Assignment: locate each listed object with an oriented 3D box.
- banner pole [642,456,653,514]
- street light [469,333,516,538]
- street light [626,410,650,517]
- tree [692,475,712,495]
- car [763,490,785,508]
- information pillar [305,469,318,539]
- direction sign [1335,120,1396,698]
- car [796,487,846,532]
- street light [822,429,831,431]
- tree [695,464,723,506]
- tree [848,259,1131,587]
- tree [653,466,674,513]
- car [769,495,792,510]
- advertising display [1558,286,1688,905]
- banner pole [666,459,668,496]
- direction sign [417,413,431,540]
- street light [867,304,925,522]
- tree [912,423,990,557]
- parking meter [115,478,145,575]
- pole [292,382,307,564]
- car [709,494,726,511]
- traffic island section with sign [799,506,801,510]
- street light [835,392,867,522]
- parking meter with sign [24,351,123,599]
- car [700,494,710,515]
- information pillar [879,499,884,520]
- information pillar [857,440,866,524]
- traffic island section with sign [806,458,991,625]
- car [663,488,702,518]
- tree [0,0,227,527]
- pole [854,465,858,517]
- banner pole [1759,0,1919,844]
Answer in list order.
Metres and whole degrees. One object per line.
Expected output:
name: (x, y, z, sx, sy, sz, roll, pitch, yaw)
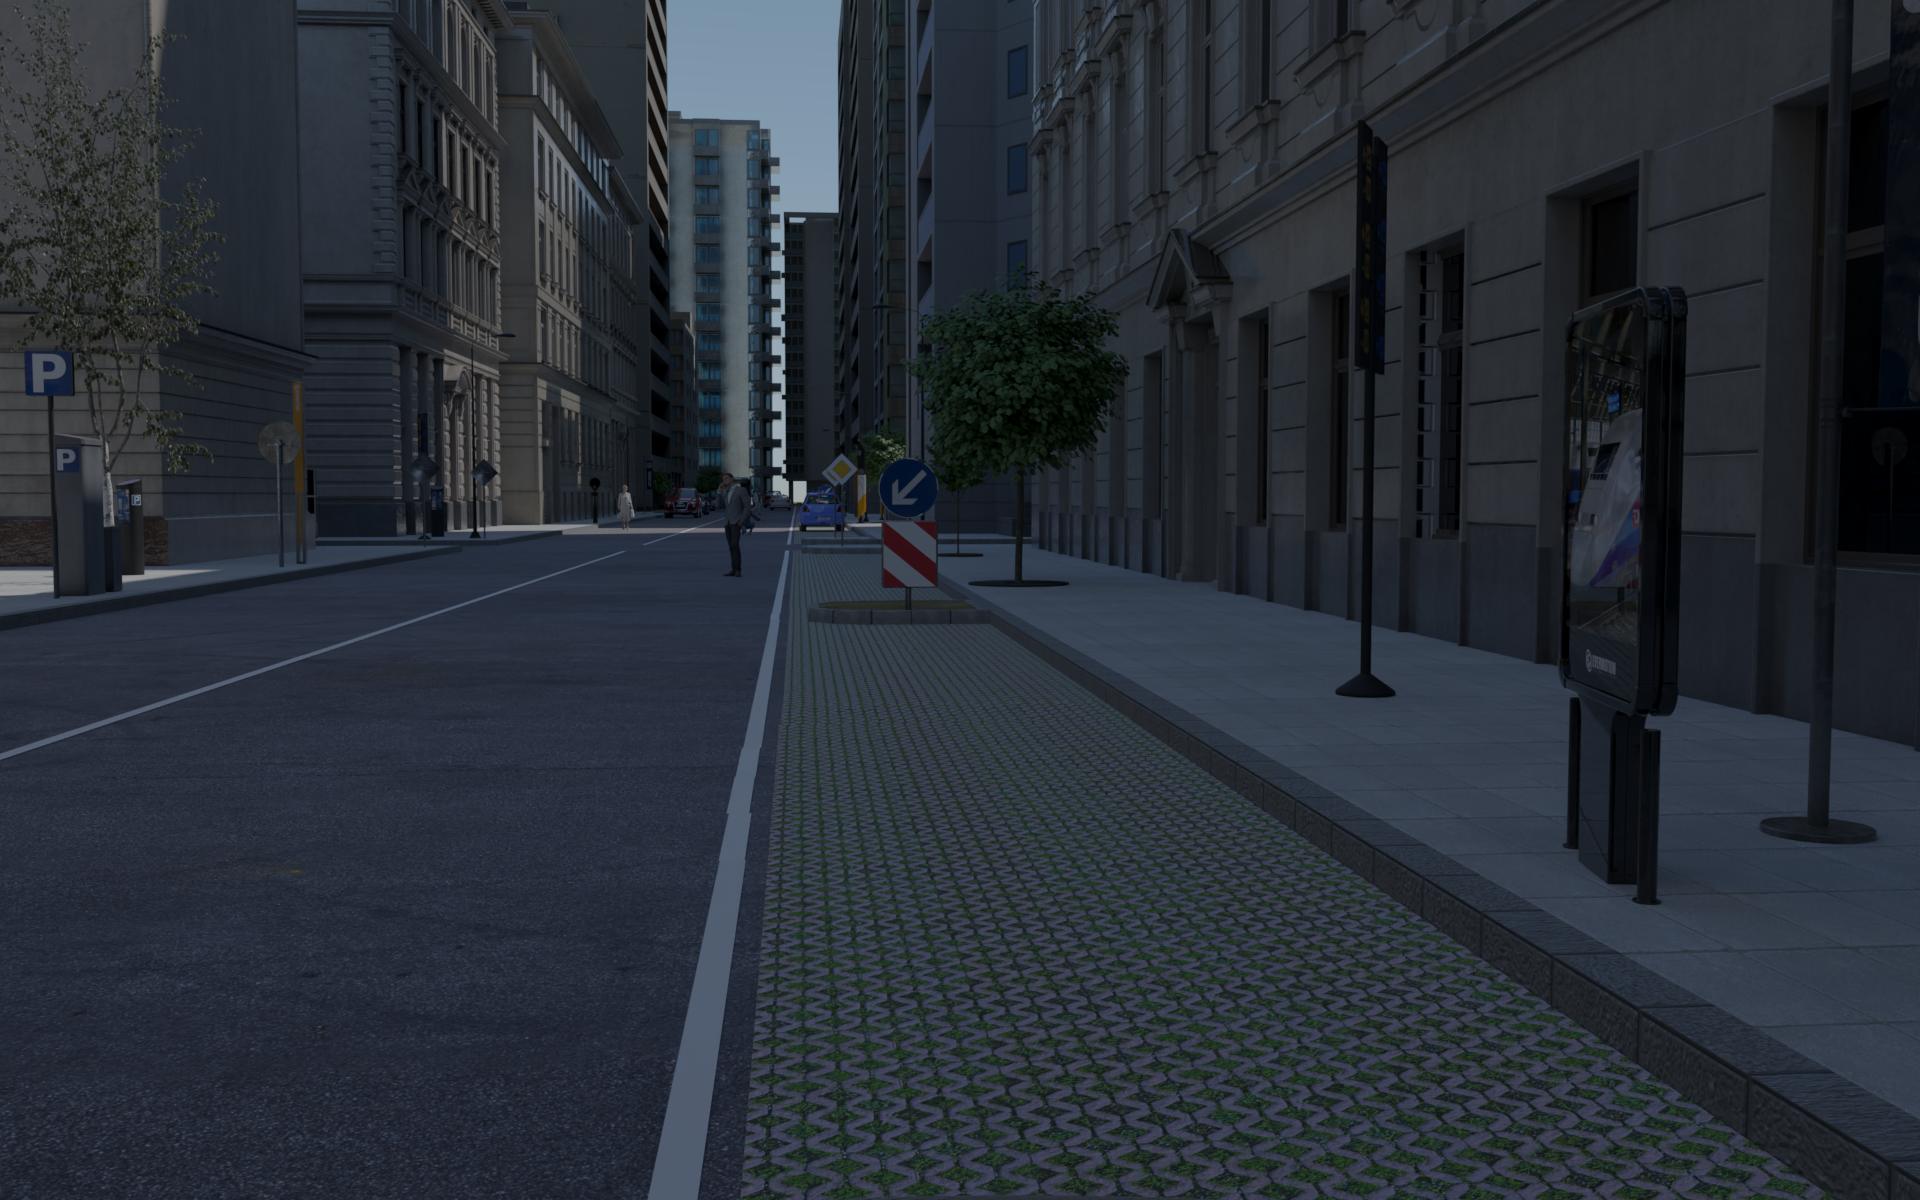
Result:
banner pole: (-20.523, -7.569, 113.767, 0.863, 3.779, 0.401, 1, 4, 17)
street light: (-13.516, -4.742, 50.079, 1.470, 5.913, 1.316, 0, 4, -5)
street light: (-17.862, -7.545, 95.909, 1.470, 5.913, 1.316, 0, 4, -5)
tree: (-26.725, -11.376, 180.592, 1.663, 3.219, 1.824, 0, 3, 0)
car: (-19.554, -10.584, 181.723, 2.281, 1.827, 5.304, 0, 4, -5)
information pillar: (-18.725, -2.781, 49.969, 0.304, 2.012, 0.304, -1, 4, -12)
direction sign: (2.593, -1.161, 10.973, 0.379, 3.537, 0.876, 2, 4, 23)
car: (-5.356, -3.504, 66.877, 1.945, 1.707, 3.694, 0, 4, -7)
street light: (-9.186, -9.299, 124.578, 1.470, 5.913, 1.316, 0, 4, -5)
tree: (-27.047, -12.465, 187.519, 4.285, 4.588, 4.351, 0, 3, 0)
tree: (0.762, -2.487, 24.375, 4.285, 4.588, 4.351, 0, 3, 0)
tree: (-20.355, -7.580, 118.532, 1.663, 3.219, 1.824, 0, 3, 0)
car: (-15.984, -8.682, 154.309, 2.083, 1.381, 4.827, 0, 4, -5)
advertising display: (2.196, -0.036, 5.807, 0.123, 1.923, 0.974, 0, 4, 5)
banner pole: (-20.739, -8.112, 122.640, 0.401, 3.779, 0.863, 0, 4, -5)
direction sign: (-15.130, -3.475, 48.821, 0.379, 3.537, 0.876, -2, 4, -33)
street light: (-1.458, -4.279, 42.502, 1.470, 5.913, 1.316, 0, 4, -5)
tree: (-0.169, -2.506, 35.582, 1.663, 3.219, 1.824, 0, 3, 0)
parking meter: (-13.135, -1.163, 27.421, 0.372, 1.533, 0.369, 0, 3, 0)
pole: (-12.086, -2.315, 31.700, 0.158, 3.312, 0.155, 0, 3, 0)
car: (-20.279, -8.264, 147.123, 2.014, 1.417, 4.499, 0, 4, -4)
traffic island section with sign: (-5.966, -4.093, 75.550, 1.989, 1.847, 2.006, 0, 4, -5)
street light: (-4.852, -6.531, 79.328, 1.470, 5.913, 1.316, 0, 4, -5)
parking meter with sign: (-11.181, -1.573, 21.979, 0.543, 3.016, 1.738, 0, 4, -7)
car: (-18.174, -6.681, 119.013, 2.009, 1.686, 4.222, 0, 4, -5)
information pillar: (-3.842, -5.755, 85.448, 0.183, 3.616, 0.504, 1, 4, 13)
information pillar: (-4.251, -5.108, 74.871, 0.183, 3.616, 0.504, -3, 5, -40)
traffic island section with sign: (-0.740, -0.685, 19.829, 1.989, 1.847, 2.006, 0, 4, -5)
car: (-16.614, -5.830, 103.985, 2.281, 1.827, 5.304, 0, 4, -6)
tree: (-12.581, -4.580, 25.242, 4.360, 8.622, 3.978, 0, 3, 0)
pole: (-5.835, -6.331, 97.357, 0.158, 3.312, 0.155, 0, 3, 0)
banner pole: (3.410, -0.994, 6.272, 0.863, 3.779, 0.401, 3, 5, 42)
